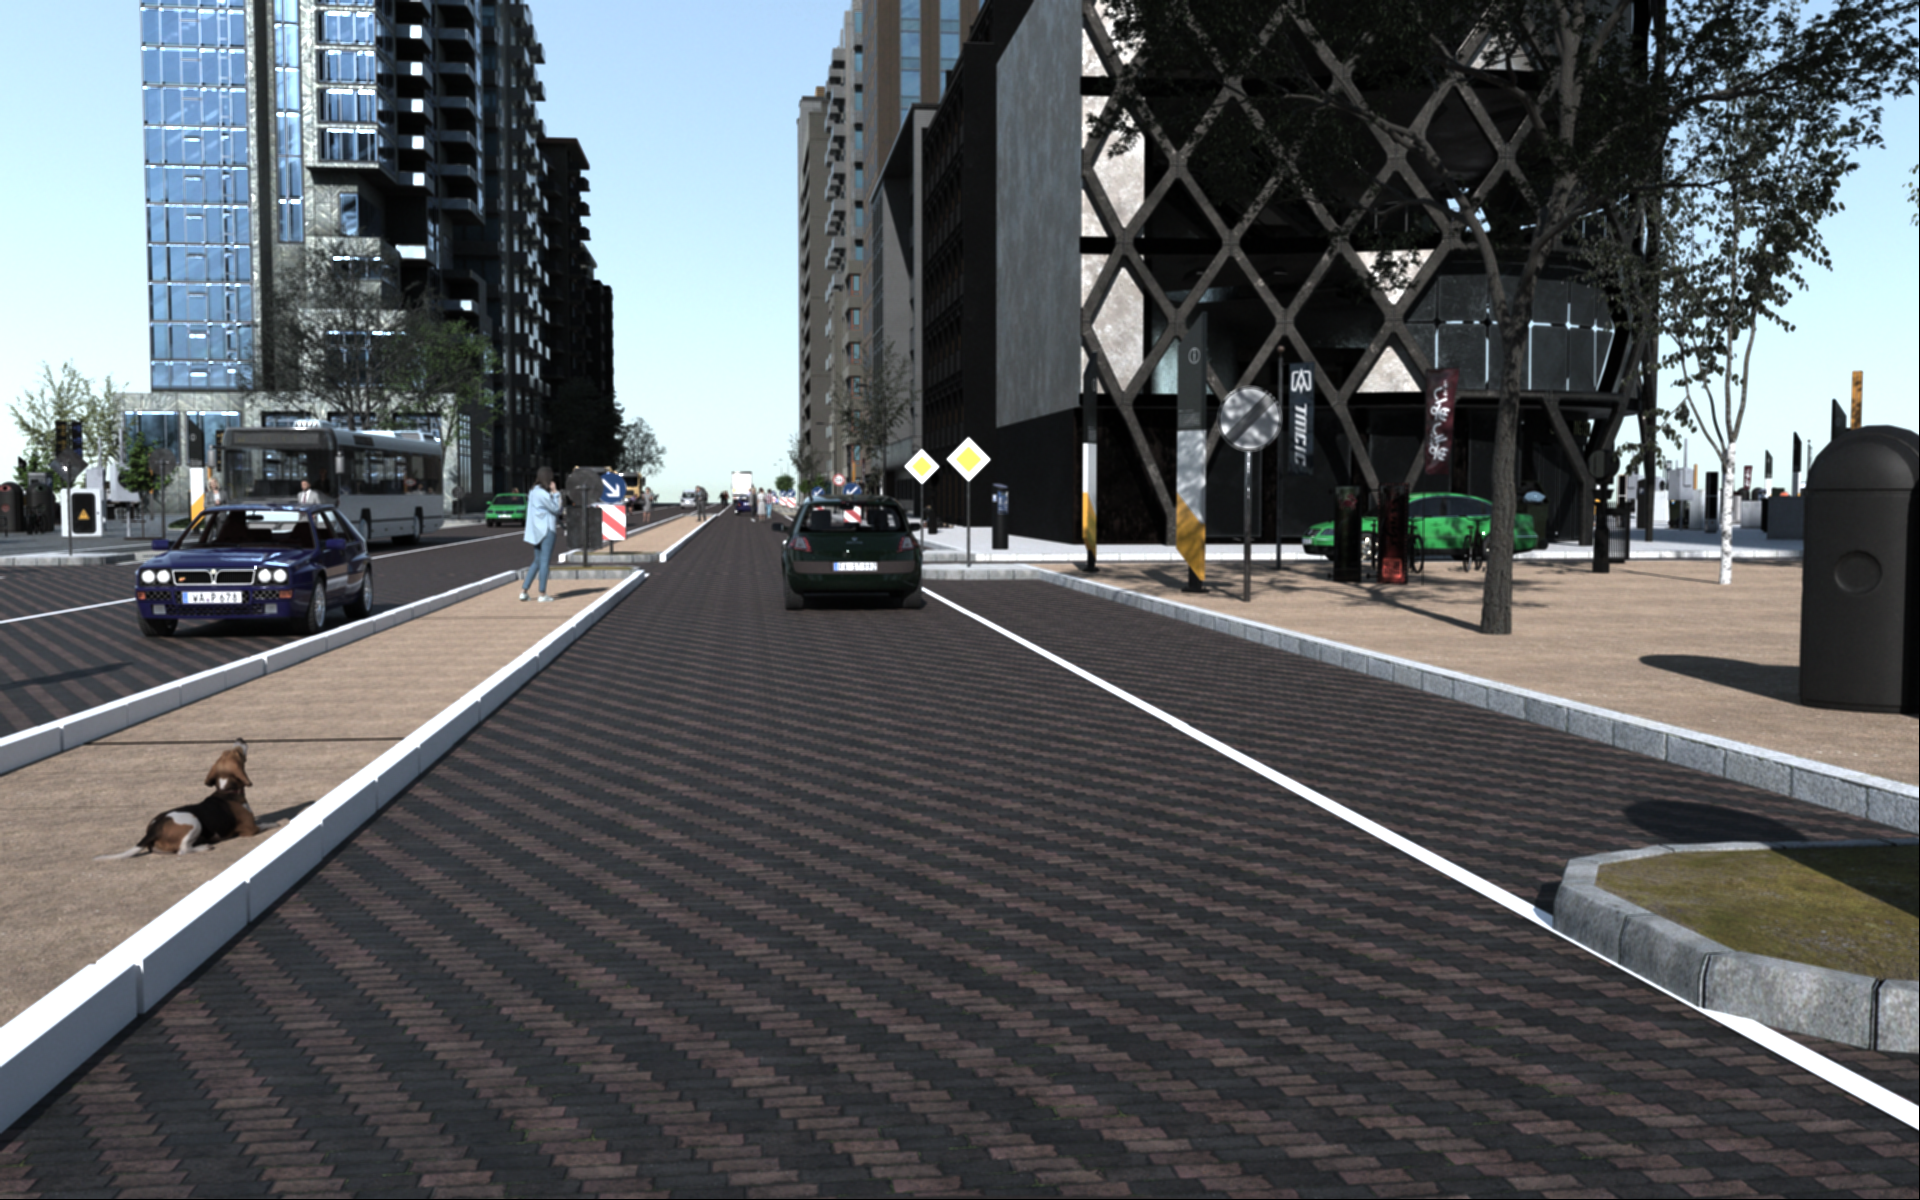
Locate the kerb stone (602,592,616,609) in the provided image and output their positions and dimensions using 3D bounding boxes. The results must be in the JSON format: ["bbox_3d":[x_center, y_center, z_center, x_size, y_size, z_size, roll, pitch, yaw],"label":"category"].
[{"bbox_3d":[-4.409,0.039,21.564,0.120,0.150,1.000,0,4,-7],"label":"kerb stone"}]

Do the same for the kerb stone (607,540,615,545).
[{"bbox_3d":[-9.994,-1.651,49.282,0.120,0.150,1.000,0,4,-7],"label":"kerb stone"}]

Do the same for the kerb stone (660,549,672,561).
[{"bbox_3d":[-6.505,-0.988,38.350,0.120,0.150,1.000,0,4,-7],"label":"kerb stone"}]

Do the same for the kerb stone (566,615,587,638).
[{"bbox_3d":[-3.901,0.287,17.497,0.120,0.150,1.000,0,4,-7],"label":"kerb stone"}]

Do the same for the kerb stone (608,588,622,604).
[{"bbox_3d":[-4.541,-0.024,22.582,0.120,0.150,1.000,0,4,-7],"label":"kerb stone"}]

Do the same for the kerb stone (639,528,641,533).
[{"bbox_3d":[-11.516,-2.404,61.501,0.120,0.150,1.000,0,4,-7],"label":"kerb stone"}]

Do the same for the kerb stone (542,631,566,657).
[{"bbox_3d":[-3.649,0.412,15.454,0.120,0.150,1.000,0,4,-7],"label":"kerb stone"}]

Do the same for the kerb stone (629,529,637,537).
[{"bbox_3d":[-11.261,-2.278,59.459,0.120,0.150,1.000,0,4,-7],"label":"kerb stone"}]

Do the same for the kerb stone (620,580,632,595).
[{"bbox_3d":[-4.792,-0.148,24.619,0.120,0.150,1.000,0,4,-7],"label":"kerb stone"}]

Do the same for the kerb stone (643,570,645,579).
[{"bbox_3d":[-5.309,-0.397,28.682,0.120,0.150,1.000,0,4,-7],"label":"kerb stone"}]

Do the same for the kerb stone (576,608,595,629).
[{"bbox_3d":[-4.035,0.226,18.521,0.120,0.150,1.000,0,4,-7],"label":"kerb stone"}]

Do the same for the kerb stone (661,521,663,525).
[{"bbox_3d":[-13.556,-3.400,77.782,0.120,0.150,1.000,0,4,-7],"label":"kerb stone"}]

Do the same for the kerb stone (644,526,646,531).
[{"bbox_3d":[-11.900,-2.591,64.552,0.120,0.150,1.000,0,4,-7],"label":"kerb stone"}]

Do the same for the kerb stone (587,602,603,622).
[{"bbox_3d":[-4.156,0.163,19.536,0.120,0.150,1.000,0,4,-7],"label":"kerb stone"}]

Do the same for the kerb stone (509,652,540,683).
[{"bbox_3d":[-3.399,0.545,13.422,0.120,0.150,1.000,0,4,-7],"label":"kerb stone"}]

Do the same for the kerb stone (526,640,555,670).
[{"bbox_3d":[-3.517,0.475,14.437,0.120,0.150,1.000,0,4,-7],"label":"kerb stone"}]

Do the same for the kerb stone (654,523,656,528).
[{"bbox_3d":[-12.787,-3.024,71.669,0.120,0.150,1.000,0,4,-7],"label":"kerb stone"}]

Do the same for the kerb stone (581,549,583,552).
[{"bbox_3d":[-8.843,-1.094,40.137,0.120,0.150,1.000,0,4,-7],"label":"kerb stone"}]

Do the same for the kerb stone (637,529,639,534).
[{"bbox_3d":[-11.390,-2.341,60.475,0.120,0.150,1.000,0,4,-7],"label":"kerb stone"}]

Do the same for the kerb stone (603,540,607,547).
[{"bbox_3d":[-9.606,-1.470,46.237,0.120,0.150,1.000,0,4,-7],"label":"kerb stone"}]

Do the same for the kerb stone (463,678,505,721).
[{"bbox_3d":[-3.140,0.661,11.386,0.120,0.150,1.000,0,4,-7],"label":"kerb stone"}]

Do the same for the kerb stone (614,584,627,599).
[{"bbox_3d":[-4.662,-0.086,23.598,0.120,0.150,1.000,0,4,-7],"label":"kerb stone"}]

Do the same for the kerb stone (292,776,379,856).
[{"bbox_3d":[-2.631,0.911,7.305,0.120,0.150,1.000,0,4,-7],"label":"kerb stone"}]

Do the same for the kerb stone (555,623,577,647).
[{"bbox_3d":[-3.780,0.354,16.471,0.120,0.150,1.000,0,4,-7],"label":"kerb stone"}]

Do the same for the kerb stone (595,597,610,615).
[{"bbox_3d":[-4.284,0.102,20.550,0.120,0.150,1.000,0,4,-7],"label":"kerb stone"}]

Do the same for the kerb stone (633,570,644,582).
[{"bbox_3d":[-5.175,-0.335,27.669,0.120,0.150,1.000,0,4,-7],"label":"kerb stone"}]

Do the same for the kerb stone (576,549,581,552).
[{"bbox_3d":[-8.721,-1.035,39.117,0.120,0.150,1.000,0,4,-7],"label":"kerb stone"}]

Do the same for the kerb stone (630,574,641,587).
[{"bbox_3d":[-5.044,-0.268,26.655,0.120,0.150,1.000,0,4,-7],"label":"kerb stone"}]

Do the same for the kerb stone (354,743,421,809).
[{"bbox_3d":[-2.759,0.849,8.331,0.120,0.150,1.000,0,4,-7],"label":"kerb stone"}]

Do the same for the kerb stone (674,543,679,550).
[{"bbox_3d":[-7.029,-1.233,42.427,0.120,0.150,1.000,0,4,-7],"label":"kerb stone"}]

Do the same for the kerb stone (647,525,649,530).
[{"bbox_3d":[-12.155,-2.714,66.587,0.120,0.150,1.000,0,4,-7],"label":"kerb stone"}]

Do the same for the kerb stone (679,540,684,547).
[{"bbox_3d":[-7.394,-1.418,45.474,0.120,0.150,1.000,0,4,-7],"label":"kerb stone"}]

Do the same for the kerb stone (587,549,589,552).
[{"bbox_3d":[-8.984,-1.156,41.158,0.120,0.150,1.000,0,4,-7],"label":"kerb stone"}]

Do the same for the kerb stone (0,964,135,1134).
[{"bbox_3d":[-2.255,1.099,4.243,0.120,0.150,1.000,0,4,-7],"label":"kerb stone"}]

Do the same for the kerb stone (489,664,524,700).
[{"bbox_3d":[-3.269,0.601,12.400,0.120,0.150,1.000,0,4,-7],"label":"kerb stone"}]

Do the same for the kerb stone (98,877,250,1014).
[{"bbox_3d":[-2.371,1.036,5.259,0.120,0.150,1.000,0,4,-7],"label":"kerb stone"}]

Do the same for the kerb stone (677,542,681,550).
[{"bbox_3d":[-7.145,-1.300,43.445,0.120,0.150,1.000,0,4,-7],"label":"kerb stone"}]

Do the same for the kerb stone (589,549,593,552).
[{"bbox_3d":[-9.101,-1.221,42.173,0.120,0.150,1.000,0,4,-7],"label":"kerb stone"}]

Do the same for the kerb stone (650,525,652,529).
[{"bbox_3d":[-12.407,-2.839,68.619,0.120,0.150,1.000,0,4,-7],"label":"kerb stone"}]

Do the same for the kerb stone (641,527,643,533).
[{"bbox_3d":[-11.641,-2.467,62.523,0.120,0.150,1.000,0,4,-7],"label":"kerb stone"}]

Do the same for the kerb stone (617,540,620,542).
[{"bbox_3d":[-10.249,-1.781,51.320,0.120,0.150,1.000,0,4,-7],"label":"kerb stone"}]

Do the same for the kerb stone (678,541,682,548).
[{"bbox_3d":[-7.269,-1.361,44.459,0.120,0.150,1.000,0,4,-7],"label":"kerb stone"}]

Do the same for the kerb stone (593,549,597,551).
[{"bbox_3d":[-9.357,-1.346,44.201,0.120,0.150,1.000,0,4,-7],"label":"kerb stone"}]

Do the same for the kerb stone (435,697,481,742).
[{"bbox_3d":[-3.018,0.728,10.365,0.120,0.150,1.000,0,4,-7],"label":"kerb stone"}]

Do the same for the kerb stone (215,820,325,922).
[{"bbox_3d":[-2.496,0.977,6.279,0.120,0.150,1.000,0,4,-7],"label":"kerb stone"}]

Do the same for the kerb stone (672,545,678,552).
[{"bbox_3d":[-6.894,-1.172,41.408,0.120,0.150,1.000,0,4,-7],"label":"kerb stone"}]

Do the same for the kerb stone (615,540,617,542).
[{"bbox_3d":[-10.121,-1.717,50.297,0.120,0.150,1.000,0,4,-7],"label":"kerb stone"}]

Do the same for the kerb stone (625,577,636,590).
[{"bbox_3d":[-4.919,-0.210,25.634,0.120,0.150,1.000,0,4,-7],"label":"kerb stone"}]

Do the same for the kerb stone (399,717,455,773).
[{"bbox_3d":[-2.885,0.786,9.347,0.120,0.150,1.000,0,4,-7],"label":"kerb stone"}]

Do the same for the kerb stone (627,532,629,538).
[{"bbox_3d":[-10.751,-2.030,55.392,0.120,0.150,1.000,0,4,-7],"label":"kerb stone"}]

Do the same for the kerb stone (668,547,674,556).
[{"bbox_3d":[-6.637,-1.048,39.367,0.120,0.150,1.000,0,4,-7],"label":"kerb stone"}]

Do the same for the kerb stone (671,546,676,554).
[{"bbox_3d":[-6.761,-1.110,40.388,0.120,0.150,1.000,0,4,-7],"label":"kerb stone"}]
